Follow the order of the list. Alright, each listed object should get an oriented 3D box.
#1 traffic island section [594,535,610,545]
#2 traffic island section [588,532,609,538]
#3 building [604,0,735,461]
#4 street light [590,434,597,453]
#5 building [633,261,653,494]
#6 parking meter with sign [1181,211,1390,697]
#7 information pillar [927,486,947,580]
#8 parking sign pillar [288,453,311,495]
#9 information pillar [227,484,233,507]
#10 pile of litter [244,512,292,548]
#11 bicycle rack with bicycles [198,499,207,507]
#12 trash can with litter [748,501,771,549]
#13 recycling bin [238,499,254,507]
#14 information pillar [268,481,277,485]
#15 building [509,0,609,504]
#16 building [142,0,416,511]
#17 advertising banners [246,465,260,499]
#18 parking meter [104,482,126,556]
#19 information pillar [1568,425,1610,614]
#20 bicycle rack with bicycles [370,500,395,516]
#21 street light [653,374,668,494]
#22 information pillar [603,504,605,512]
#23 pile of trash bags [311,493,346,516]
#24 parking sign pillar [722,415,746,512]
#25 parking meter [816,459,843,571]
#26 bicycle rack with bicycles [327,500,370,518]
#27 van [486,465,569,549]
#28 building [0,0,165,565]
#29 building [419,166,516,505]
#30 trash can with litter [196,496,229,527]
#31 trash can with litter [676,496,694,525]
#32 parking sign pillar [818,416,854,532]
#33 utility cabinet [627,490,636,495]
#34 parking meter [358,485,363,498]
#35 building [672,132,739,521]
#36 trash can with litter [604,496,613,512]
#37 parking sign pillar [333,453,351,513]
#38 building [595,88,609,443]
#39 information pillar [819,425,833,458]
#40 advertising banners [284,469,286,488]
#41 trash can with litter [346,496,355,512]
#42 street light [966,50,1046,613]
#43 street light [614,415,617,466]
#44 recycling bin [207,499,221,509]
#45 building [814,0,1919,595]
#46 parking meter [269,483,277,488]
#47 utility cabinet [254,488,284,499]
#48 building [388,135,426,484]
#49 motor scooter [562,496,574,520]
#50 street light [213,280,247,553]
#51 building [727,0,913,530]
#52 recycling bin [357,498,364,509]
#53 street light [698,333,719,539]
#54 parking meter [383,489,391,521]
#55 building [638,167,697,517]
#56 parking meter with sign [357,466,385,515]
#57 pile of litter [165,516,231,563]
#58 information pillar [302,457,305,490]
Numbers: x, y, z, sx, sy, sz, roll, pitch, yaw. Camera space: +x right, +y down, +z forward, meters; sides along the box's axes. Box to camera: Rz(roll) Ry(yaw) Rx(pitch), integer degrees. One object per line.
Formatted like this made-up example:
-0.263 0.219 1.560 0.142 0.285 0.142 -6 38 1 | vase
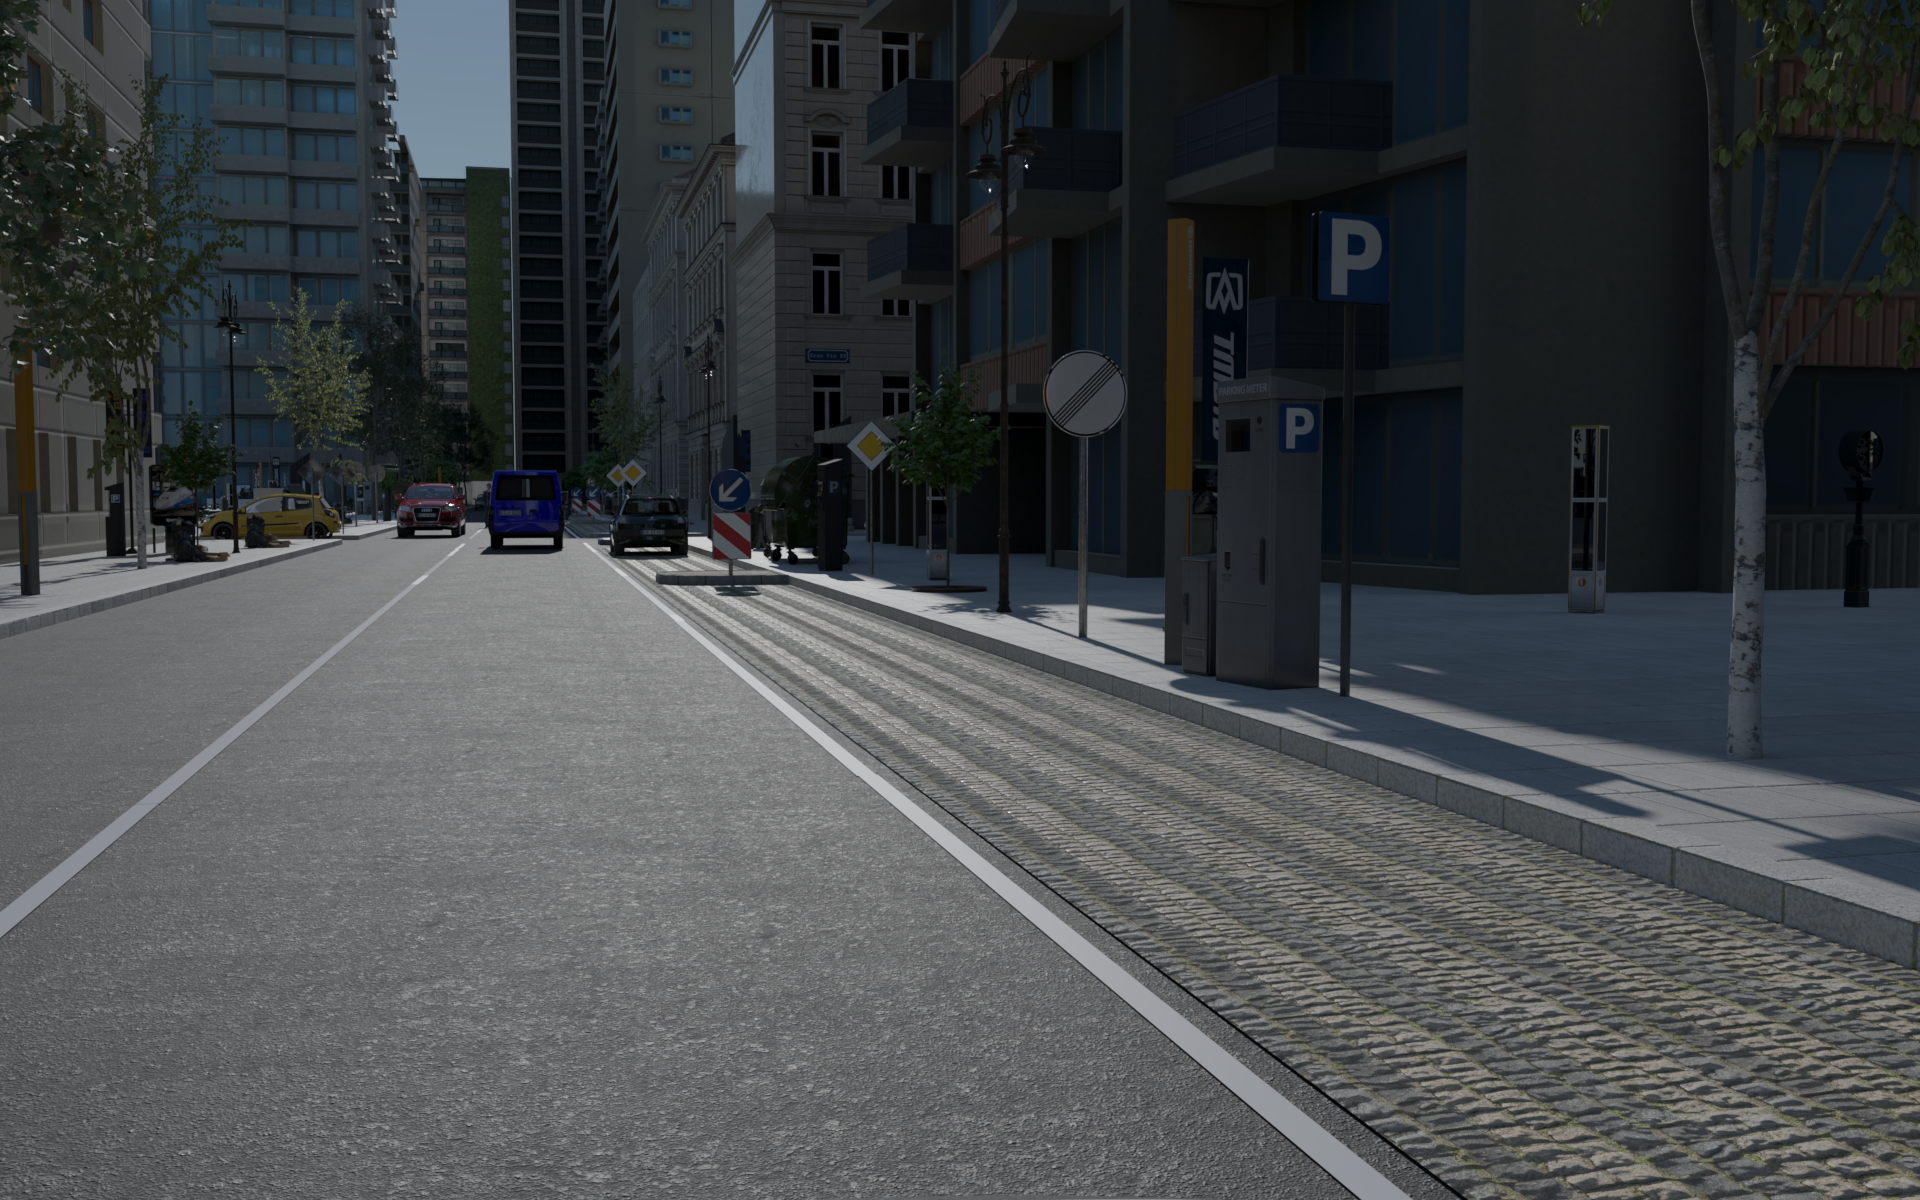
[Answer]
-9.334 -1.675 49.668 2.009 0.180 2.903 -1 4 -14 | traffic island section
-11.282 -2.149 57.413 2.009 0.180 2.903 -1 4 -14 | traffic island section
-19.369 -32.222 150.536 21.300 48.544 21.600 -1 4 -14 | building
-27.461 -9.602 129.776 0.468 5.910 1.993 -1 4 -14 | street light
-17.608 -16.481 124.224 10.420 20.320 16.860 -1 4 -14 | building
2.090 -0.941 11.638 0.543 3.016 1.738 -2 4 -25 | parking meter with sign
-0.330 -1.304 25.811 0.304 2.012 0.304 -1 4 -9 | information pillar
-42.800 -7.567 112.199 1.447 3.967 1.447 -3 4 -38 | parking sign pillar
-51.493 -7.198 122.173 0.304 2.012 0.304 2 4 35 | information pillar
-16.706 -1.698 41.731 1.176 0.858 1.719 0 4 -8 | pile of litter
-51.629 -6.263 115.777 2.852 0.926 2.925 2 4 28 | bicycle rack with bicycles
-4.883 -1.774 40.400 1.055 1.170 0.624 1 4 15 | trash can with litter
-34.844 -4.423 84.869 0.722 1.027 0.722 1 4 9 | recycling bin
-37.614 -5.524 94.807 0.304 2.012 0.304 1 4 19 | information pillar
-47.201 -48.048 223.833 20.611 71.187 20.563 -1 4 -14 | building
-56.855 -31.729 138.378 23.786 49.044 30.456 -1 4 -14 | building
-41.600 -6.471 101.989 0.090 3.025 2.074 0 4 -1 | advertising banners
-17.444 -1.673 35.764 0.372 1.533 0.369 0 3 0 | parking meter
6.782 -0.868 18.689 0.304 2.012 0.304 3 5 41 | information pillar
-33.799 -5.358 100.980 2.925 0.926 2.852 3 5 44 | bicycle rack with bicycles
-11.555 -5.753 66.846 0.468 5.910 1.993 -1 4 -14 | street light
-25.898 -7.472 126.660 0.304 2.012 0.304 -3 4 -37 | information pillar
-35.250 -5.150 93.950 1.912 1.369 3.447 3 5 39 | pile of trash bags
-7.777 -4.345 59.509 1.447 3.967 1.447 -2 4 -25 | parking sign pillar
-2.175 -1.416 28.858 0.399 1.863 0.255 -2 4 -33 | parking meter
-30.763 -4.313 83.894 2.925 0.926 2.852 1 4 9 | bicycle rack with bicycles
-11.741 -2.605 46.976 2.240 2.365 5.245 -1 4 -13 | van
-31.642 -11.201 28.172 28.899 21.520 27.650 -1 4 -14 | building
-63.373 -32.681 217.928 14.086 41.232 14.154 -1 4 -14 | building
-29.885 -3.452 67.495 1.678 1.210 2.233 2 4 30 | trash can with litter
-12.056 -3.765 72.615 2.233 1.210 1.678 -2 4 -31 | trash can with litter
-4.374 -4.348 59.562 1.447 3.967 1.447 0 4 0 | parking sign pillar
-16.420 -4.767 86.620 0.318 1.500 1.173 -1 4 -19 | utility cabinet
-39.286 -6.595 113.541 0.255 1.863 0.399 0 4 -5 | parking meter
-7.953 -13.487 85.140 10.561 19.102 19.286 -1 4 -14 | building
-21.467 -5.825 106.624 0.624 1.170 1.055 -3 5 -43 | trash can with litter
-41.365 -7.772 115.549 1.447 3.967 1.447 -3 4 -38 | parking sign pillar
-28.074 -34.865 189.643 23.786 49.044 30.456 -1 4 -14 | building
-4.488 -4.100 58.391 0.504 3.616 0.183 -1 4 -22 | information pillar
-47.511 -7.711 122.268 0.090 3.025 2.074 -2 4 -30 | advertising banners
-42.649 -6.746 121.687 1.055 1.170 0.624 -1 4 -22 | trash can with litter
0.477 -2.804 18.627 0.468 5.910 1.993 -1 4 -14 | street light
-19.610 -7.701 98.694 0.468 5.910 1.993 -1 4 -14 | street light
-41.629 -5.163 96.967 0.722 1.027 0.722 2 4 27 | recycling bin
9.849 -23.294 35.475 22.147 44.769 28.867 -1 4 -14 | building
-36.491 -5.279 92.023 0.399 1.863 0.255 2 4 32 | parking meter
-25.593 -3.406 64.362 1.173 1.500 0.318 -2 4 -27 | utility cabinet
-68.252 -29.818 179.403 23.993 40.220 32.217 -1 4 -14 | building
-21.560 -5.021 94.878 0.815 1.314 1.986 -1 4 -13 | motor scooter
-15.750 -3.959 37.515 0.468 5.910 1.993 -1 4 -14 | street light
3.773 -16.645 69.404 25.104 27.353 12.463 -1 4 -14 | building
-37.740 -5.947 109.791 0.722 1.027 0.722 1 4 17 | recycling bin
-7.206 -4.705 49.714 0.468 5.910 1.993 -1 4 -14 | street light
-27.088 -4.493 81.869 0.372 1.533 0.369 0 3 0 | parking meter
-13.007 -16.479 105.587 11.583 22.565 21.152 -1 4 -14 | building
-36.721 -6.820 107.767 1.738 3.016 0.543 0 4 5 | parking meter with sign
-14.609 -1.175 33.171 1.176 0.858 1.719 -1 4 -20 | pile of litter
-41.010 -7.150 108.260 0.183 3.616 0.504 -2 4 -27 | information pillar
